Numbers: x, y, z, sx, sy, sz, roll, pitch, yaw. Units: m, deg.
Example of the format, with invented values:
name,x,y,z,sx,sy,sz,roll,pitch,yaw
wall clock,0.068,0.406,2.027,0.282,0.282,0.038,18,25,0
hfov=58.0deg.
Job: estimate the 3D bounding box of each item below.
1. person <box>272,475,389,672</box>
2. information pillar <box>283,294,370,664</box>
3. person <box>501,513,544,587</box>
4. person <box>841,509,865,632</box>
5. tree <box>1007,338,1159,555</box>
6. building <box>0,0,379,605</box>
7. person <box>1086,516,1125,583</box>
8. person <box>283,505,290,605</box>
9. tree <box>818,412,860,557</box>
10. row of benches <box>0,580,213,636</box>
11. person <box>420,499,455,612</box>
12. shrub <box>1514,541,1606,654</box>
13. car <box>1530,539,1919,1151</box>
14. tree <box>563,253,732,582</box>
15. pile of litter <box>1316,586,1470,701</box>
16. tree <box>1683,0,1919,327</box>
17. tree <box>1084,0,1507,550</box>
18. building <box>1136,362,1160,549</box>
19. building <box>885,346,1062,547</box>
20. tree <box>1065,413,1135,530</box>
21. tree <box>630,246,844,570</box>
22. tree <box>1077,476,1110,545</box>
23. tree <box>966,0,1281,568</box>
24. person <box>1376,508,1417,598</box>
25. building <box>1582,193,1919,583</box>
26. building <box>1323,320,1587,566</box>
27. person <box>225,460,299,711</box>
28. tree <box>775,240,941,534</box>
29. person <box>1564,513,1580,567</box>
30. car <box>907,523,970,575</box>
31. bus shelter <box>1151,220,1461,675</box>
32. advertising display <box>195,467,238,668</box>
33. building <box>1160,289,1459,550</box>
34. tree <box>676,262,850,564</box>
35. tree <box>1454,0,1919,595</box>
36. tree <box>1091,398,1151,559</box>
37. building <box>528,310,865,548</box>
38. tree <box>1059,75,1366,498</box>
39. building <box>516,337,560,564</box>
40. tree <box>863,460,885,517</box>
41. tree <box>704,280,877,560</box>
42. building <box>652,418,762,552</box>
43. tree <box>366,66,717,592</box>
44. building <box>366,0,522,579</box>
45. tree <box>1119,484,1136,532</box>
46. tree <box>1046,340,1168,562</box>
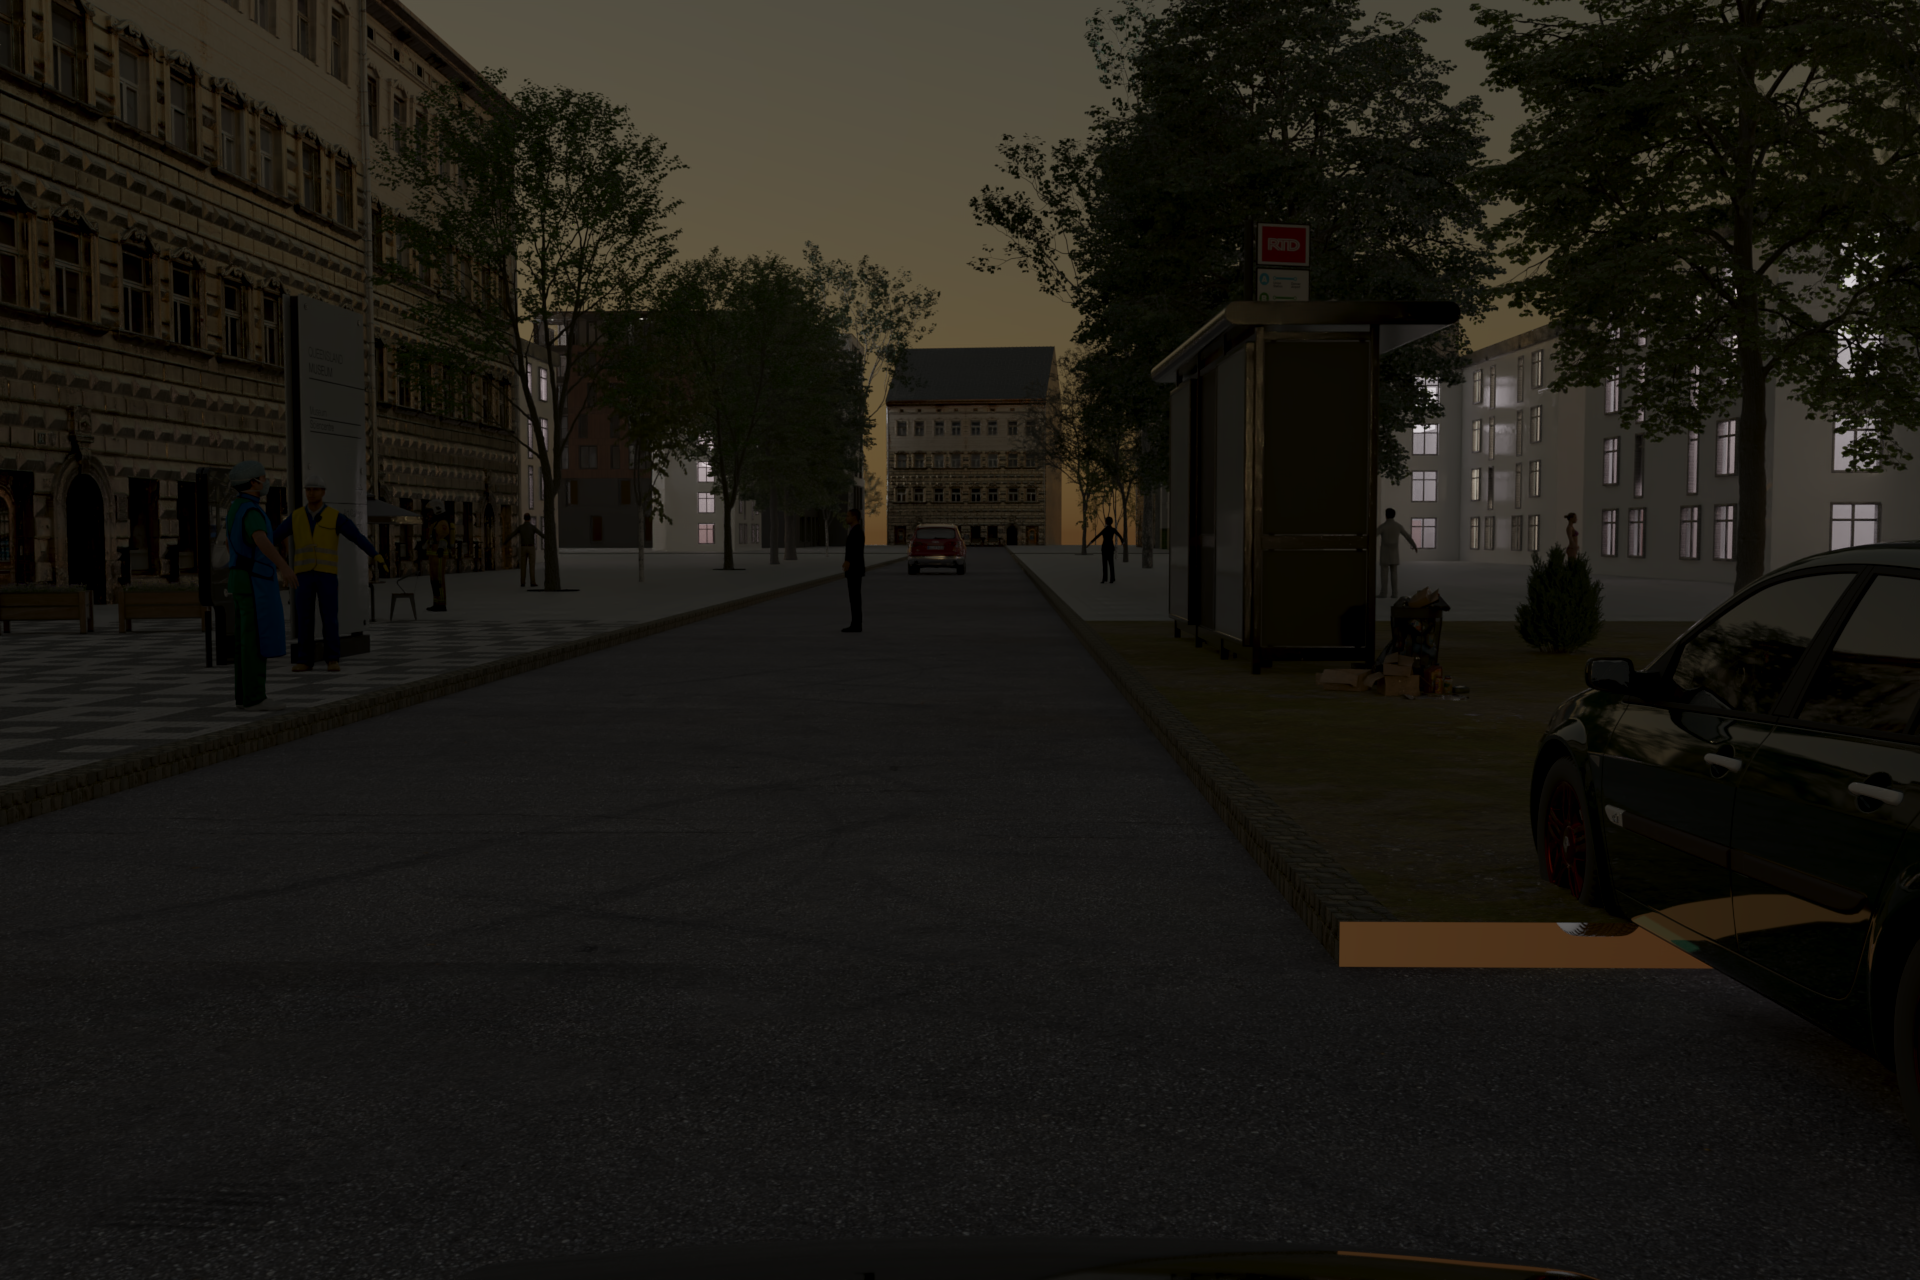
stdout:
name,x,y,z,sx,sy,sz,roll,pitch,yaw
person,-6.017,-0.625,16.180,1.349,1.833,0.705,0,4,-7
information pillar,-6.501,-1.622,17.828,0.184,3.620,1.656,0,4,2
person,-10.527,-2.198,42.206,1.348,1.796,0.705,0,4,0
person,-1.573,-1.022,25.387,0.704,1.802,1.346,0,4,0
tree,7.652,-11.917,105.215,12.009,13.543,11.850,0,3,0
building,-24.566,-12.511,35.476,19.493,23.208,18.063,0,4,1
person,3.807,-2.342,45.015,1.216,1.740,0.721,-2,4,-32
person,-12.103,-1.555,31.575,0.704,1.843,1.345,0,4,-5
tree,-7.508,-8.998,97.479,4.737,8.622,4.395,0,3,0
row of benches,-11.706,-0.419,22.319,4.104,0.672,1.422,-1,4,-18
person,-8.690,-1.403,28.710,0.705,1.858,1.354,-2,4,-29
shrub,6.476,-0.465,18.715,1.383,1.207,1.383,0,3,0
car,2.975,0.296,4.948,2.009,1.686,4.222,0,4,1
tree,-8.309,-5.866,46.270,4.737,8.622,4.395,0,3,0
pile of litter,3.526,-0.012,14.157,1.176,0.858,1.719,0,4,2
tree,8.165,-3.800,12.497,4.360,8.622,3.978,0,3,0
tree,7.003,-7.913,36.027,9.857,13.997,8.962,0,3,0
building,26.351,-20.109,159.718,19.493,23.208,18.063,0,4,1
building,2.038,-22.583,202.623,18.063,23.208,19.493,1,4,9
tree,7.955,-8.855,95.136,4.737,8.622,4.395,0,3,0
tree,-8.142,-8.299,61.448,9.928,11.665,9.643,0,3,0
tree,16.118,-15.431,202.663,4.360,8.622,3.978,0,3,0
tree,5.825,-12.692,63.397,12.611,20.169,13.585,0,3,0
person,8.614,-1.750,34.806,1.347,1.806,0.705,-1,4,-14
building,24.520,-6.144,42.596,9.099,9.664,28.070,0,4,1
building,24.413,-8.559,82.091,9.099,9.664,28.070,0,4,1
person,-5.137,-0.399,12.644,0.704,1.817,1.347,-3,4,-37
tree,-7.458,-15.641,111.620,12.611,20.169,13.585,0,3,0
person,12.916,-1.807,36.344,0.721,1.733,1.217,1,4,21
car,-0.803,-3.296,62.569,2.281,1.827,5.304,0,4,1
bus shelter,3.453,-2.585,19.903,2.179,5.291,8.768,0,3,0
advertising display,-7.205,-0.723,17.033,0.123,1.923,0.974,0,4,3
building,24.846,-16.118,129.979,16.747,18.905,31.486,0,4,2
tree,-8.228,-9.457,72.756,7.486,12.596,7.792,0,3,0
tree,9.924,-6.375,22.350,7.486,12.596,7.792,0,3,0
tree,7.722,-8.386,87.466,4.360,8.622,3.978,0,3,0
building,-24.983,-20.232,174.760,27.936,21.610,32.646,0,4,2
tree,7.221,-8.630,47.758,9.857,13.997,8.962,0,3,0
building,-23.197,-8.488,80.919,9.099,9.664,28.070,0,4,1
tree,-11.993,-16.129,198.123,7.601,10.594,8.767,0,4,5
tree,-8.256,-10.872,84.415,9.857,13.997,8.962,0,3,0
building,-20.334,-12.036,138.944,9.099,9.664,28.070,0,4,1
tree,-9.163,-6.897,38.516,9.928,11.665,9.643,0,3,0
building,-25.537,-13.643,53.993,19.493,23.208,18.063,0,4,1
tree,20.985,-15.314,200.746,4.360,8.622,3.978,0,3,0
tree,7.687,-8.809,78.446,8.767,10.594,7.601,2,4,27
